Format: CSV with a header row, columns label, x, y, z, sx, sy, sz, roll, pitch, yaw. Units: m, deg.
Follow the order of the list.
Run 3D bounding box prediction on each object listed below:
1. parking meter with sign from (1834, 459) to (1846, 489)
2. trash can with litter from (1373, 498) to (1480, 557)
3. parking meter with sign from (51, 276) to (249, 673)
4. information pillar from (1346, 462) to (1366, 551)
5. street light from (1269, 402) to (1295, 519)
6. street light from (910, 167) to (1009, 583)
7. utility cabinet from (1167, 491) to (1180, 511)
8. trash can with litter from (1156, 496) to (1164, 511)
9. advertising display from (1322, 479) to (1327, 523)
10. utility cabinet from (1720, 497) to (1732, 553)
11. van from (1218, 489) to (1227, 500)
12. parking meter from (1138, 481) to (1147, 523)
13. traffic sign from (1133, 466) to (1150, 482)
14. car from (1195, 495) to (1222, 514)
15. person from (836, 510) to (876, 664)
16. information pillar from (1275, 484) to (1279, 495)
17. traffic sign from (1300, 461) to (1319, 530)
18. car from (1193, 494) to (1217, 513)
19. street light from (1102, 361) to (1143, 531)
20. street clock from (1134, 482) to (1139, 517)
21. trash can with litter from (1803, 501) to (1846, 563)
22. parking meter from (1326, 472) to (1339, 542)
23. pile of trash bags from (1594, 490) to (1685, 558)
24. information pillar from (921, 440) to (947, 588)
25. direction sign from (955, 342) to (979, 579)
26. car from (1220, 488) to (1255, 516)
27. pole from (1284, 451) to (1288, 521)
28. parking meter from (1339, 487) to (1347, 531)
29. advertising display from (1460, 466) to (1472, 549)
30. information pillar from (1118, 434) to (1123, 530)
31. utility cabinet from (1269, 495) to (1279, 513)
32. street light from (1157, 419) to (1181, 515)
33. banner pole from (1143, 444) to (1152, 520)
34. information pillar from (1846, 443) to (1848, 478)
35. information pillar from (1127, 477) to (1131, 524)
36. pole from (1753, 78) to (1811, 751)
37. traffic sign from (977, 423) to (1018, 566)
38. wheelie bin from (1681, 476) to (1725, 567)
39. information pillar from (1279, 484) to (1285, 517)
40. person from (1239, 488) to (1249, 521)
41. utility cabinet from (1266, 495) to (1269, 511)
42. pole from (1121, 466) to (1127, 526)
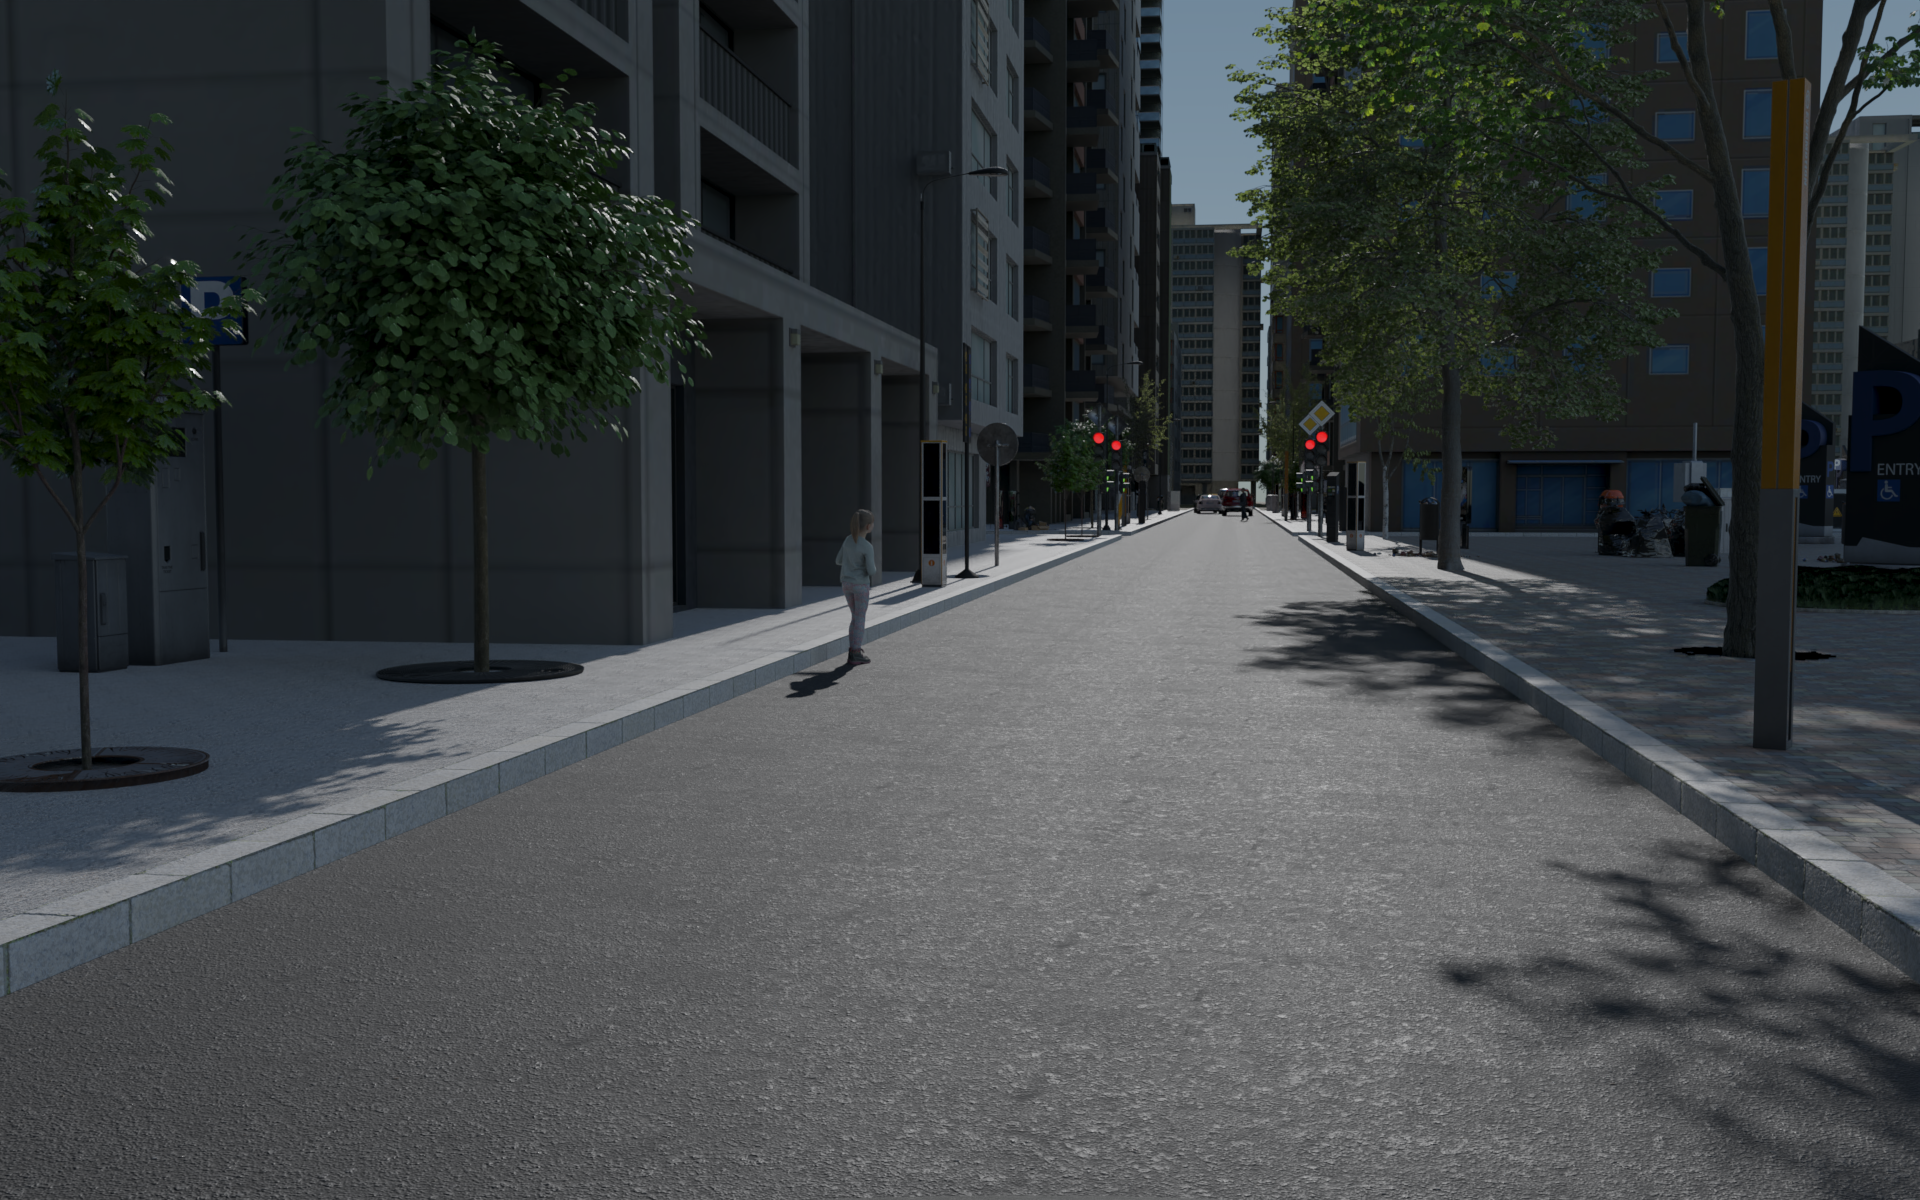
label,x,y,z,sx,sy,sz,roll,pitch,yaw
parking meter with sign,43.707,-5.443,85.252,0.543,3.016,1.738,-1,4,-16
trash can with litter,9.519,-1.515,35.825,1.678,1.210,2.233,-2,4,-27
parking meter with sign,-6.144,-1.034,13.173,0.543,3.016,1.738,1,4,11
information pillar,8.975,-2.127,39.267,0.304,2.012,0.304,-3,5,-39
street light,16.226,-7.012,87.193,1.470,5.913,1.316,1,4,9
street light,-0.006,-3.199,24.840,1.470,5.913,1.316,1,4,9
utility cabinet,15.696,-7.256,127.322,0.318,1.500,1.173,3,5,42
trash can with litter,15.202,-7.401,132.385,0.624,1.170,1.055,-1,4,-11
advertising display,16.145,-4.316,75.781,0.974,1.923,0.123,-3,5,-40
utility cabinet,16.440,-1.623,37.698,1.020,1.237,0.306,-1,4,-20
van,22.015,-8.323,143.096,2.013,2.044,4.112,0,4,8
parking meter,7.947,-4.281,75.704,0.255,1.863,0.399,0,4,-5
traffic sign,8.322,-4.849,79.392,0.768,2.556,0.104,1,4,10
car,18.148,-6.941,125.845,2.083,1.381,4.827,0,4,8
person,-0.858,-0.116,14.671,0.425,1.301,0.394,2,4,27
information pillar,22.585,-7.251,123.038,0.304,2.012,0.304,3,4,38
traffic sign,12.402,-3.738,61.220,0.768,2.556,0.104,1,4,10
car,18.775,-7.493,132.302,2.009,1.686,4.222,1,4,10
street light,5.695,-5.395,60.744,1.470,5.913,1.316,1,4,9
street clock,10.100,-5.708,97.897,0.471,2.002,0.358,1,4,10
trash can with litter,16.885,-1.332,32.840,1.678,1.210,2.233,1,4,15
parking meter,9.962,-2.482,46.291,0.255,1.863,0.399,2,4,26
pile of trash bags,14.293,-1.634,36.469,1.912,1.369,3.447,0,4,-4
information pillar,-0.358,-1.185,23.870,0.304,2.012,0.304,1,4,13
direction sign,0.105,-2.103,26.374,0.379,3.537,0.876,0,4,6
car,18.403,-6.492,114.821,2.281,1.827,5.304,1,4,10
pole,15.523,-5.416,82.391,0.158,3.312,0.155,0,3,0
parking meter,13.277,-3.144,59.811,0.372,1.533,0.369,0,3,0
advertising display,11.813,-2.173,40.746,0.123,1.923,0.974,0,4,-3
information pillar,5.700,-4.317,61.931,0.183,3.616,0.504,1,4,21
utility cabinet,21.480,-6.529,117.912,0.306,1.237,1.020,1,4,20
street light,12.967,-8.251,107.437,1.470,5.913,1.316,1,4,9
banner pole,9.248,-5.873,86.047,0.401,3.779,0.863,2,4,27
information pillar,31.305,-4.240,60.675,0.183,3.616,0.504,-2,4,-26
information pillar,7.195,-4.304,74.868,0.304,2.012,0.304,1,4,23
pole,4.113,-0.907,8.665,0.158,3.312,0.155,0,3,0
traffic sign,0.657,-1.883,30.891,0.768,2.556,0.104,1,4,16
wheelie bin,13.197,-1.399,30.787,0.693,1.594,0.980,2,4,28
information pillar,18.587,-5.787,99.109,0.304,2.012,0.304,-1,4,-11
person,14.988,-5.039,91.308,0.534,1.772,0.576,0,4,5
utility cabinet,23.463,-7.328,130.982,0.306,1.237,1.020,-1,4,-9
pole,6.552,-4.604,69.118,0.158,3.312,0.155,0,3,0
